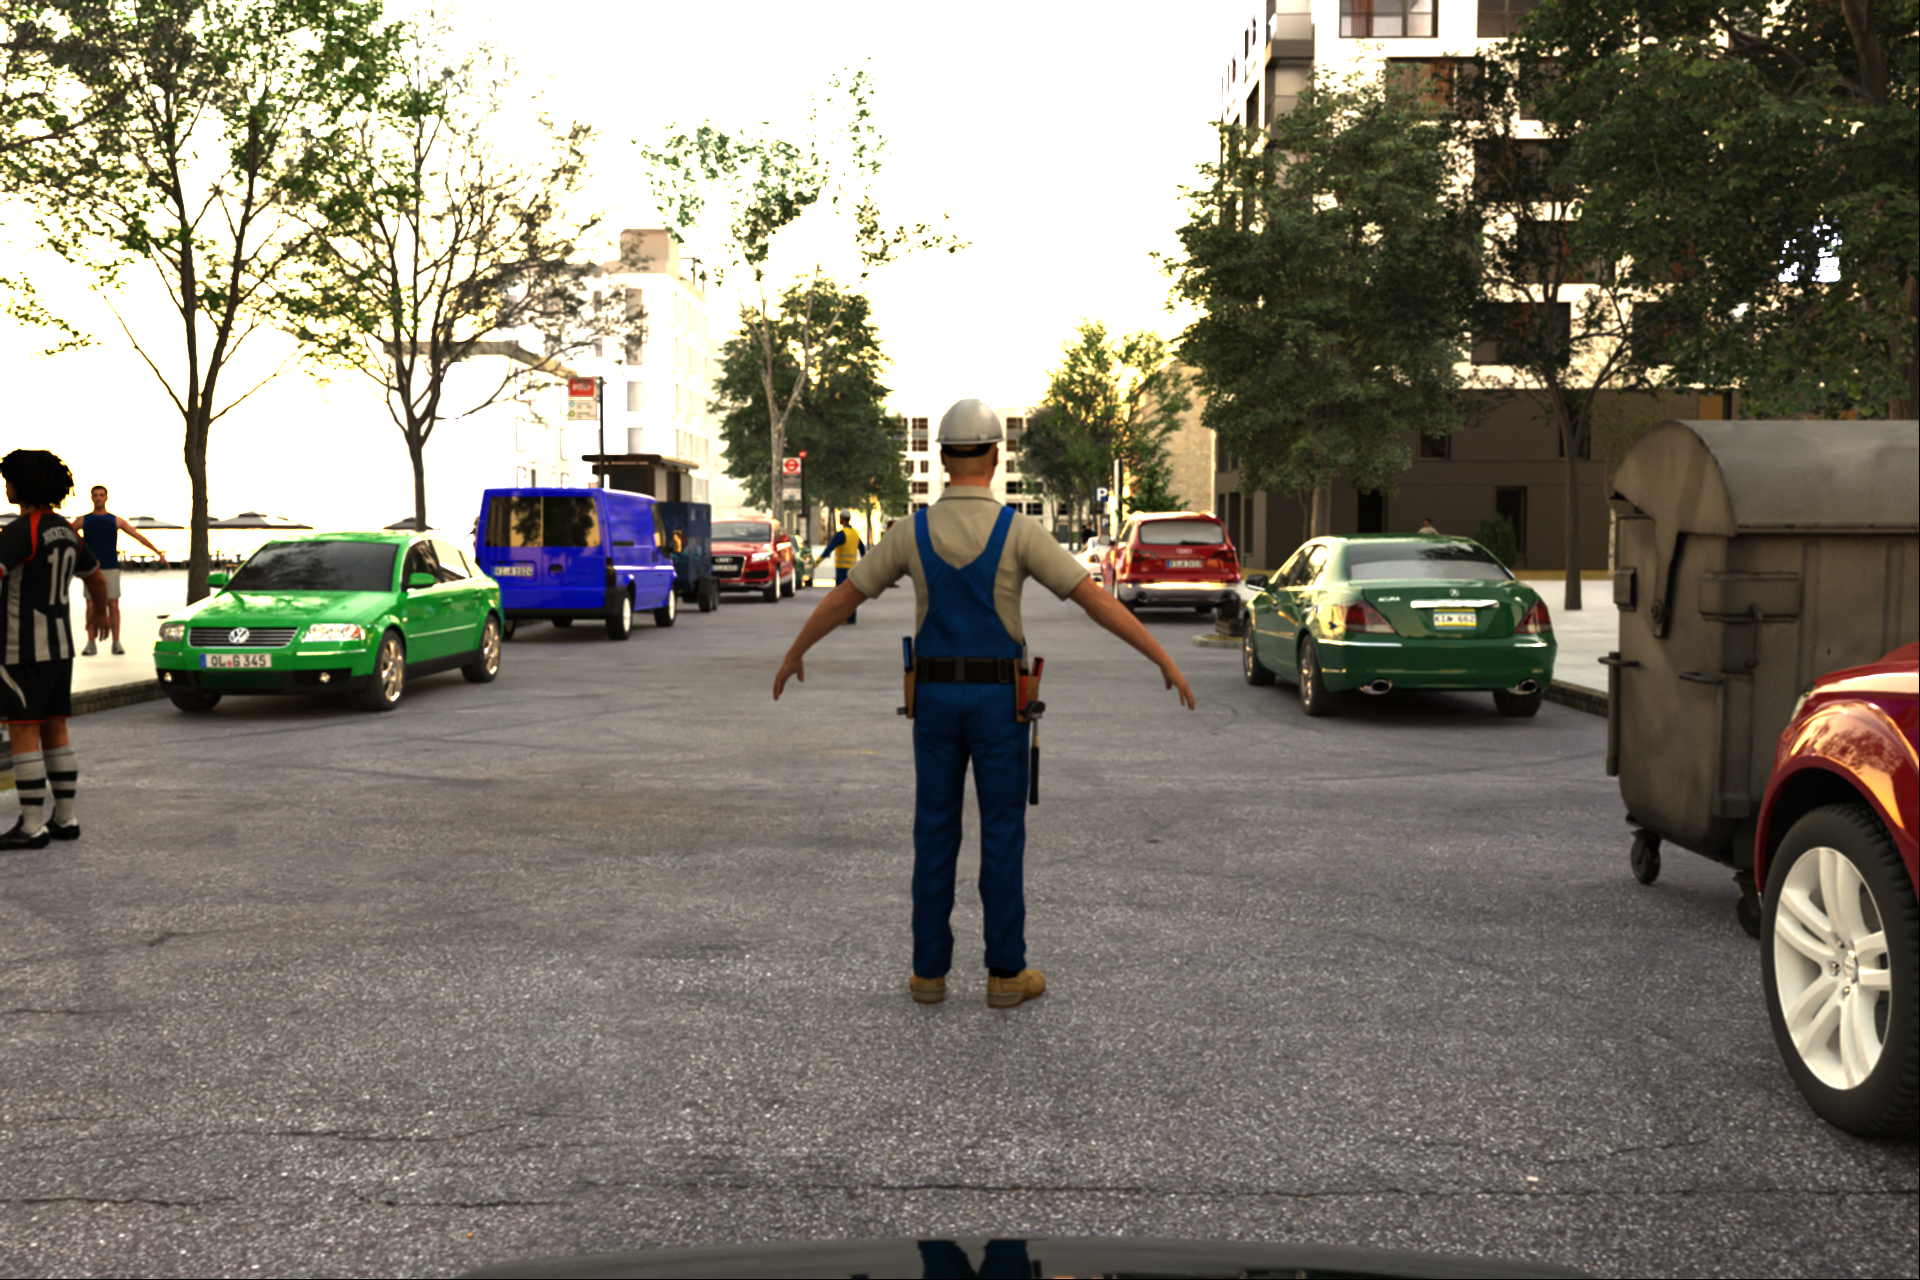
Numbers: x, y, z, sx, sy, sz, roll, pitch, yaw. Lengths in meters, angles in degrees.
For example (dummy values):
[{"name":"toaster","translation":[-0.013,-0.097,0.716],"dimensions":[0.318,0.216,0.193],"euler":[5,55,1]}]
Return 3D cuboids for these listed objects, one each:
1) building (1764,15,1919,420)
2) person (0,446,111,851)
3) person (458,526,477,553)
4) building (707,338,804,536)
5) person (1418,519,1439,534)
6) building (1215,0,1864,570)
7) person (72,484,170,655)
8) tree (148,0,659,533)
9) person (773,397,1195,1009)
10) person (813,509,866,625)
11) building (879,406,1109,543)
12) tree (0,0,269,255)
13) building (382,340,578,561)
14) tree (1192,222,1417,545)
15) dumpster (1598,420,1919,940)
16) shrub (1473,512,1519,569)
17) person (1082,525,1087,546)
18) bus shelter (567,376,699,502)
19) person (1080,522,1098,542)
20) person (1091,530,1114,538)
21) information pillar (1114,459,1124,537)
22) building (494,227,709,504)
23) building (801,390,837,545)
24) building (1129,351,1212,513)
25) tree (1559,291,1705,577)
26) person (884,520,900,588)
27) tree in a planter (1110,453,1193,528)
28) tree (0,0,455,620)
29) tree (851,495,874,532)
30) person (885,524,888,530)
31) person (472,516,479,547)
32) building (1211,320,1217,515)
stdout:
[{"name":"building","translation":[25.728,-17.576,33.488],"dimensions":[12.429,33.558,17.177],"euler":[0,4,0]},{"name":"person","translation":[-4.277,0.039,7.971],"dimensions":[0.704,1.843,1.345],"euler":[0,4,7]},{"name":"person","translation":[-15.933,-3.139,57.454],"dimensions":[1.348,1.813,0.705],"euler":[-2,4,-27]},{"name":"building","translation":[-24.911,-18.696,172.143],"dimensions":[16.747,18.905,31.486],"euler":[0,3,0]},{"name":"person","translation":[16.043,-3.264,59.550],"dimensions":[1.347,1.806,0.705],"euler":[3,4,36]},{"name":"building","translation":[25.068,-14.249,76.952],"dimensions":[27.936,21.610,32.646],"euler":[0,4,1]},{"name":"person","translation":[-9.152,-0.752,18.458],"dimensions":[1.345,1.807,0.704],"euler":[-1,4,-23]},{"name":"tree","translation":[-11.507,-7.720,36.588],"dimensions":[12.009,13.543,11.850],"euler":[0,3,0]},{"name":"person","translation":[0.037,0.182,5.330],"dimensions":[1.347,1.847,0.705],"euler":[1,4,14]},{"name":"person","translation":[-1.834,-1.160,27.392],"dimensions":[0.705,1.833,1.349],"euler":[2,4,32]},{"name":"building","translation":[4.776,-23.058,245.920],"dimensions":[31.486,18.905,16.747],"euler":[0,4,1]},{"name":"tree","translation":[-11.209,-6.442,15.695],"dimensions":[12.009,13.543,11.850],"euler":[0,3,0]},{"name":"building","translation":[-24.188,-8.996,89.227],"dimensions":[9.099,9.664,28.070],"euler":[0,3,0]},{"name":"tree","translation":[11.397,-8.020,56.889],"dimensions":[9.928,11.665,9.643],"euler":[0,3,0]},{"name":"dumpster","translation":[3.528,0.100,6.581],"dimensions":[1.865,1.857,1.264],"euler":[0,3,0]},{"name":"shrub","translation":[18.253,-3.362,59.016],"dimensions":[1.661,2.075,1.752],"euler":[0,3,0]},{"name":"person","translation":[6.380,-4.941,87.502],"dimensions":[0.721,1.740,1.216],"euler":[-1,4,-9]},{"name":"bus shelter","translation":[-8.830,-4.222,46.665],"dimensions":[2.179,5.291,8.768],"euler":[0,4,1]},{"name":"person","translation":[5.964,-4.499,79.496],"dimensions":[1.347,1.837,0.705],"euler":[-3,5,-41]},{"name":"person","translation":[5.622,-3.778,68.232],"dimensions":[1.216,1.772,0.721],"euler":[1,4,19]},{"name":"information pillar","translation":[5.036,-3.892,54.942],"dimensions":[0.184,3.620,1.656],"euler":[0,4,1]},{"name":"building","translation":[-22.751,-15.404,108.272],"dimensions":[16.016,20.090,11.380],"euler":[0,4,1]},{"name":"building","translation":[-24.713,-22.811,203.894],"dimensions":[19.493,23.208,18.063],"euler":[0,4,2]},{"name":"building","translation":[27.947,-21.561,183.452],"dimensions":[19.493,23.208,18.063],"euler":[0,4,1]},{"name":"tree","translation":[19.476,-6.227,52.178],"dimensions":[4.360,8.622,3.978],"euler":[0,3,0]},{"name":"person","translation":[-1.841,-2.310,46.498],"dimensions":[0.705,1.796,1.348],"euler":[-2,4,-31]},{"name":"tree in a planter","translation":[4.233,-2.516,38.362],"dimensions":[1.991,3.239,1.994],"euler":[0,4,0]},{"name":"tree","translation":[-11.494,-6.133,26.030],"dimensions":[9.928,11.665,9.643],"euler":[0,3,0]},{"name":"tree","translation":[-13.389,-17.859,242.350],"dimensions":[4.737,8.622,4.395],"euler":[0,3,0]},{"name":"person","translation":[-2.261,-2.695,52.978],"dimensions":[0.721,1.772,1.216],"euler":[1,4,21]},{"name":"person","translation":[-15.009,-2.949,54.002],"dimensions":[0.705,1.856,1.354],"euler":[-1,4,-10]},{"name":"building","translation":[27.969,-15.528,120.341],"dimensions":[16.747,18.905,31.486],"euler":[0,4,1]}]
